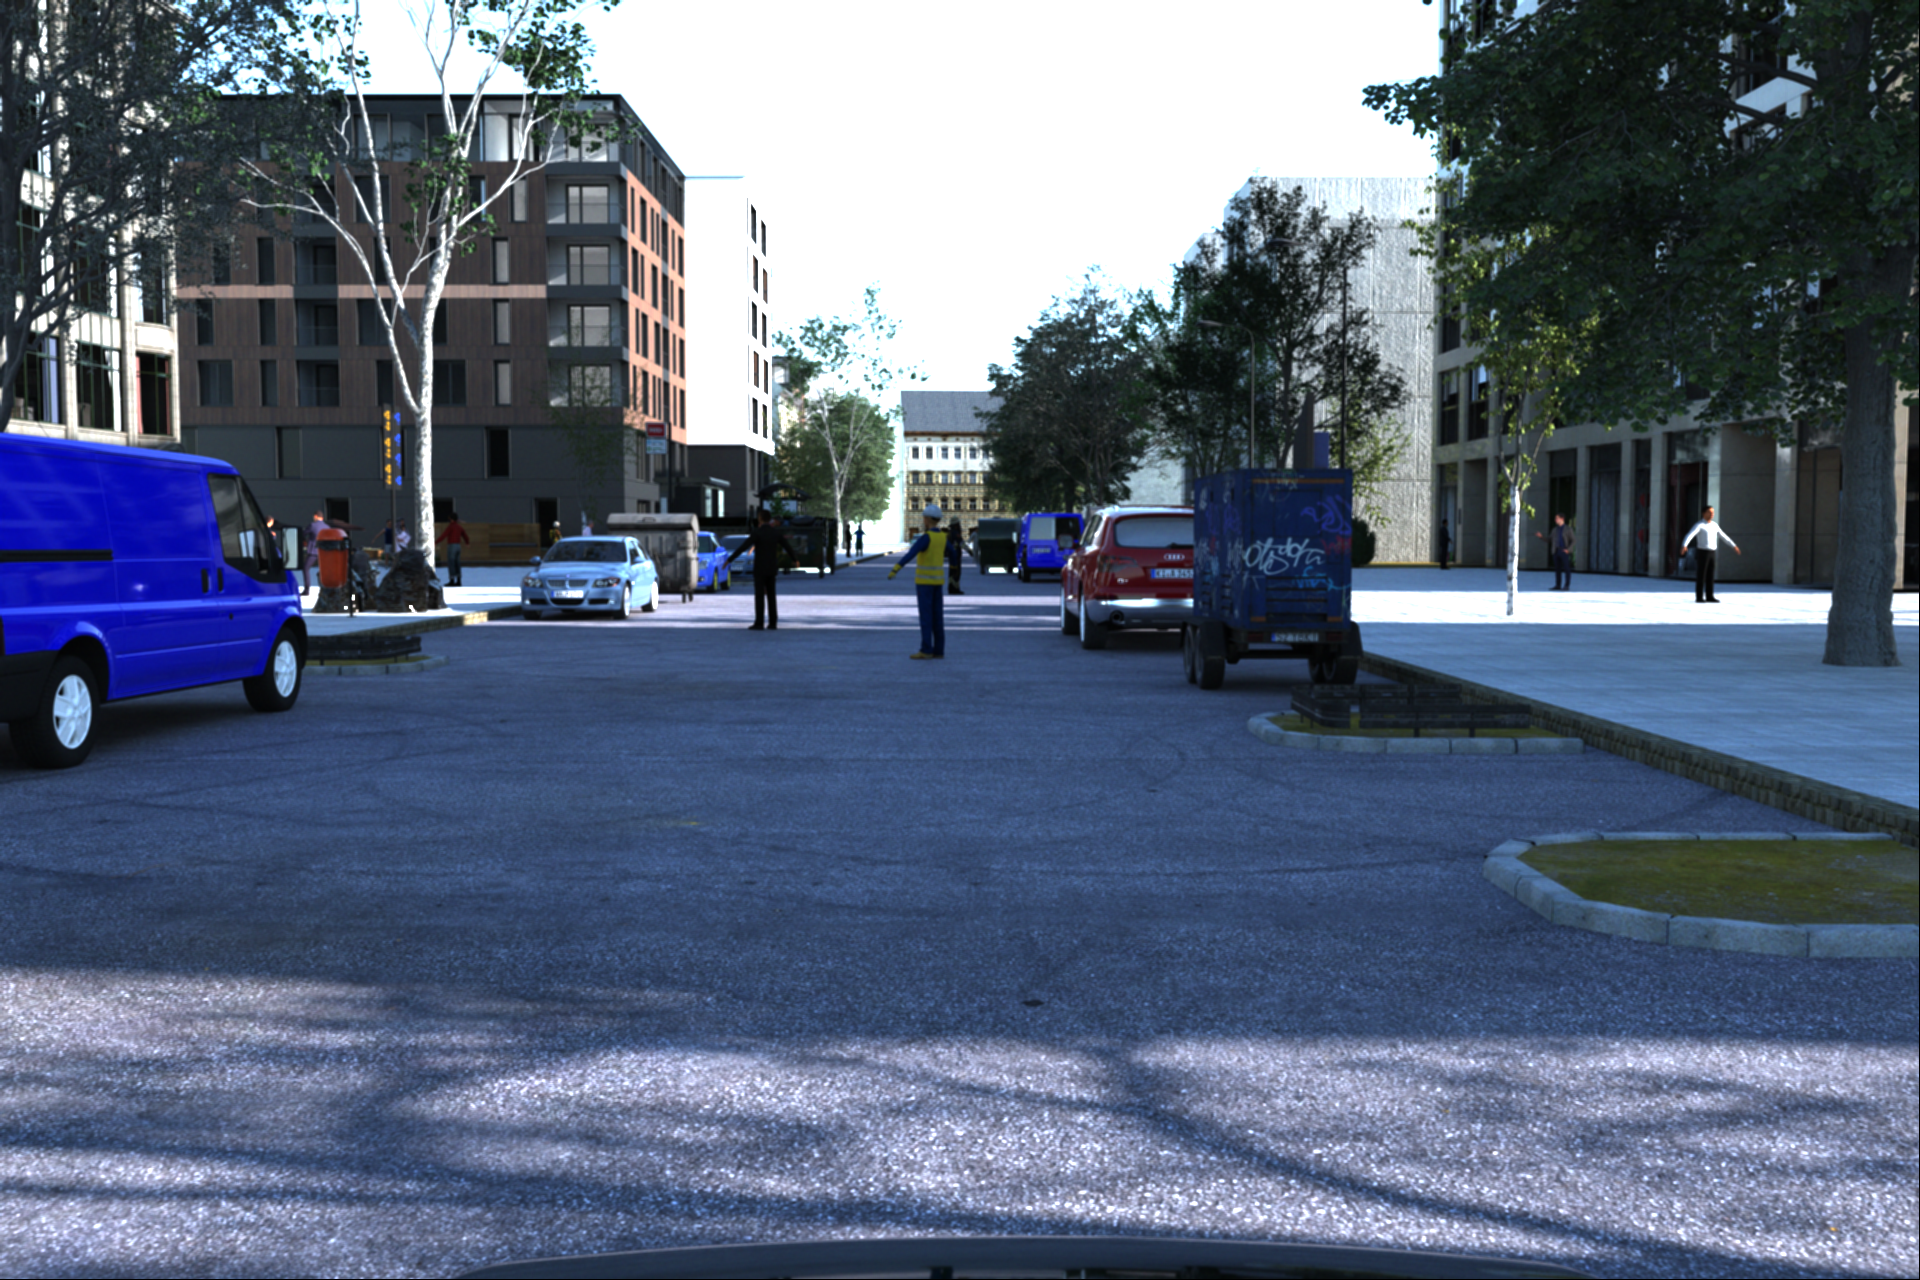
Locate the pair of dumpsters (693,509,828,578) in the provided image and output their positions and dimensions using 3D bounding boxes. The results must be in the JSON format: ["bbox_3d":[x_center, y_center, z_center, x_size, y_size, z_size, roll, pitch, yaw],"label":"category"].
[{"bbox_3d":[-6.524,-3.142,56.321,4.436,2.255,1.574,0,4,0],"label":"pair of dumpsters"}]

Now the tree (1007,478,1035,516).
[{"bbox_3d":[5.061,-11.542,139.081,4.360,8.622,3.978,0,3,0],"label":"tree"}]

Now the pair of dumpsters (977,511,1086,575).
[{"bbox_3d":[2.825,-3.460,61.522,4.436,2.255,1.574,0,4,0],"label":"pair of dumpsters"}]

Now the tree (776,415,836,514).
[{"bbox_3d":[-9.901,-9.608,107.460,4.360,8.622,3.978,0,3,0],"label":"tree"}]

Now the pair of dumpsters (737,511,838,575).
[{"bbox_3d":[-6.543,-3.446,61.298,4.436,2.255,1.574,0,4,-1],"label":"pair of dumpsters"}]

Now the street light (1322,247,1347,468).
[{"bbox_3d":[6.609,-3.357,27.427,1.470,5.913,1.316,0,3,0],"label":"street light"}]

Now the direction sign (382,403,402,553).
[{"bbox_3d":[-9.970,-2.352,30.460,0.379,3.537,0.876,0,4,0],"label":"direction sign"}]

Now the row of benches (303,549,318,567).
[{"bbox_3d":[-26.005,-3.276,69.020,1.422,0.672,4.104,-1,4,-17],"label":"row of benches"}]

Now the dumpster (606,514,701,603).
[{"bbox_3d":[-6.424,-1.717,36.293,1.865,1.857,1.264,0,4,0],"label":"dumpster"}]

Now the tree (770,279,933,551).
[{"bbox_3d":[-8.619,-16.747,129.707,12.611,20.169,13.585,0,3,0],"label":"tree"}]

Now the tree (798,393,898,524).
[{"bbox_3d":[-10.207,-15.190,155.009,9.857,13.997,8.962,0,3,0],"label":"tree"}]

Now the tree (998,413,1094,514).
[{"bbox_3d":[5.989,-12.458,121.816,7.486,12.596,7.792,0,3,0],"label":"tree"}]

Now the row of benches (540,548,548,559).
[{"bbox_3d":[-17.514,-3.780,77.274,4.104,0.672,1.422,-1,4,-19],"label":"row of benches"}]

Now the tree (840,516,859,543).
[{"bbox_3d":[-17.284,-21.006,261.566,7.486,12.596,7.792,0,3,0],"label":"tree"}]

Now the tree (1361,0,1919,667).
[{"bbox_3d":[8.777,-6.730,16.695,9.857,13.997,8.962,0,3,0],"label":"tree"}]

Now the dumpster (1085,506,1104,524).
[{"bbox_3d":[2.858,-1.140,26.859,1.865,1.857,1.264,0,4,-1],"label":"dumpster"}]

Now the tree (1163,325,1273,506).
[{"bbox_3d":[8.444,-6.595,58.192,4.360,8.622,3.978,0,3,0],"label":"tree"}]

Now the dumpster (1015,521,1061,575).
[{"bbox_3d":[2.775,-3.097,58.851,1.865,1.857,1.264,0,4,-1],"label":"dumpster"}]

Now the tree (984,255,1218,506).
[{"bbox_3d":[6.179,-10.207,77.248,12.009,13.543,11.850,0,3,0],"label":"tree"}]

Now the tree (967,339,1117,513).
[{"bbox_3d":[5.643,-12.059,107.532,12.009,13.543,11.850,0,3,0],"label":"tree"}]

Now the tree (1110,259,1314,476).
[{"bbox_3d":[9.525,-8.574,65.938,9.928,11.665,9.643,0,3,0],"label":"tree"}]

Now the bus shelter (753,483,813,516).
[{"bbox_3d":[-7.272,-4.755,71.661,2.014,3.302,5.546,0,4,-1],"label":"bus shelter"}]

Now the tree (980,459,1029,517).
[{"bbox_3d":[5.342,-13.269,151.352,8.767,10.594,7.601,2,4,33],"label":"tree"}]

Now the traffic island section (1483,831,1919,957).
[{"bbox_3d":[3.177,0.979,6.853,1.991,0.108,1.994,0,4,0],"label":"traffic island section"}]

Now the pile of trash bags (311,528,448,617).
[{"bbox_3d":[-9.651,-1.127,28.177,1.912,1.369,3.447,0,4,0],"label":"pile of trash bags"}]

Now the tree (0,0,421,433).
[{"bbox_3d":[-12.356,-6.831,22.061,12.009,13.543,11.850,0,3,0],"label":"tree"}]

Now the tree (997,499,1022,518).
[{"bbox_3d":[5.490,-13.356,168.735,4.737,8.622,4.395,0,3,0],"label":"tree"}]

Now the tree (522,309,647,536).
[{"bbox_3d":[-12.813,-6.568,57.756,4.360,8.622,3.978,0,3,0],"label":"tree"}]

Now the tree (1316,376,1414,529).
[{"bbox_3d":[17.301,-7.653,75.490,4.737,8.622,4.395,0,3,0],"label":"tree"}]

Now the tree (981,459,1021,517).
[{"bbox_3d":[5.682,-13.877,161.303,8.767,10.594,7.601,1,4,15],"label":"tree"}]

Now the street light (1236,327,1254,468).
[{"bbox_3d":[6.918,-3.999,37.931,1.470,5.913,1.316,0,4,-1],"label":"street light"}]

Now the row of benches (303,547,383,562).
[{"bbox_3d":[-28.788,-3.950,80.041,4.104,0.672,1.422,0,4,1],"label":"row of benches"}]

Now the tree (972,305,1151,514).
[{"bbox_3d":[5.776,-11.417,93.326,9.857,13.997,8.962,0,3,0],"label":"tree"}]

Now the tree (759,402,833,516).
[{"bbox_3d":[-9.363,-8.953,96.744,4.737,8.622,4.395,0,3,0],"label":"tree"}]

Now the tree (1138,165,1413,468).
[{"bbox_3d":[8.099,-6.752,44.802,7.601,10.594,8.767,-1,4,-18],"label":"tree"}]

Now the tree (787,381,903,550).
[{"bbox_3d":[-9.616,-14.490,143.563,9.857,13.997,8.962,0,3,0],"label":"tree"}]

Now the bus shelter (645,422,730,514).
[{"bbox_3d":[-10.220,-5.335,64.864,2.179,5.291,8.768,0,4,-1],"label":"bus shelter"}]

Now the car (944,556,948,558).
[{"bbox_3d":[-0.879,-4.982,93.815,2.083,1.381,4.827,0,4,-1],"label":"car"}]

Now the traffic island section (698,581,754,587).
[{"bbox_3d":[-6.655,-1.553,48.252,1.991,0.108,1.994,0,4,0],"label":"traffic island section"}]

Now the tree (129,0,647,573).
[{"bbox_3d":[-12.913,-11.272,40.189,12.611,20.169,13.585,0,3,0],"label":"tree"}]

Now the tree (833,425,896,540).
[{"bbox_3d":[-9.824,-15.205,166.736,7.486,12.596,7.792,0,3,0],"label":"tree"}]

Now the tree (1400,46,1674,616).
[{"bbox_3d":[8.915,-4.687,26.996,4.737,8.622,4.395,0,3,0],"label":"tree"}]
